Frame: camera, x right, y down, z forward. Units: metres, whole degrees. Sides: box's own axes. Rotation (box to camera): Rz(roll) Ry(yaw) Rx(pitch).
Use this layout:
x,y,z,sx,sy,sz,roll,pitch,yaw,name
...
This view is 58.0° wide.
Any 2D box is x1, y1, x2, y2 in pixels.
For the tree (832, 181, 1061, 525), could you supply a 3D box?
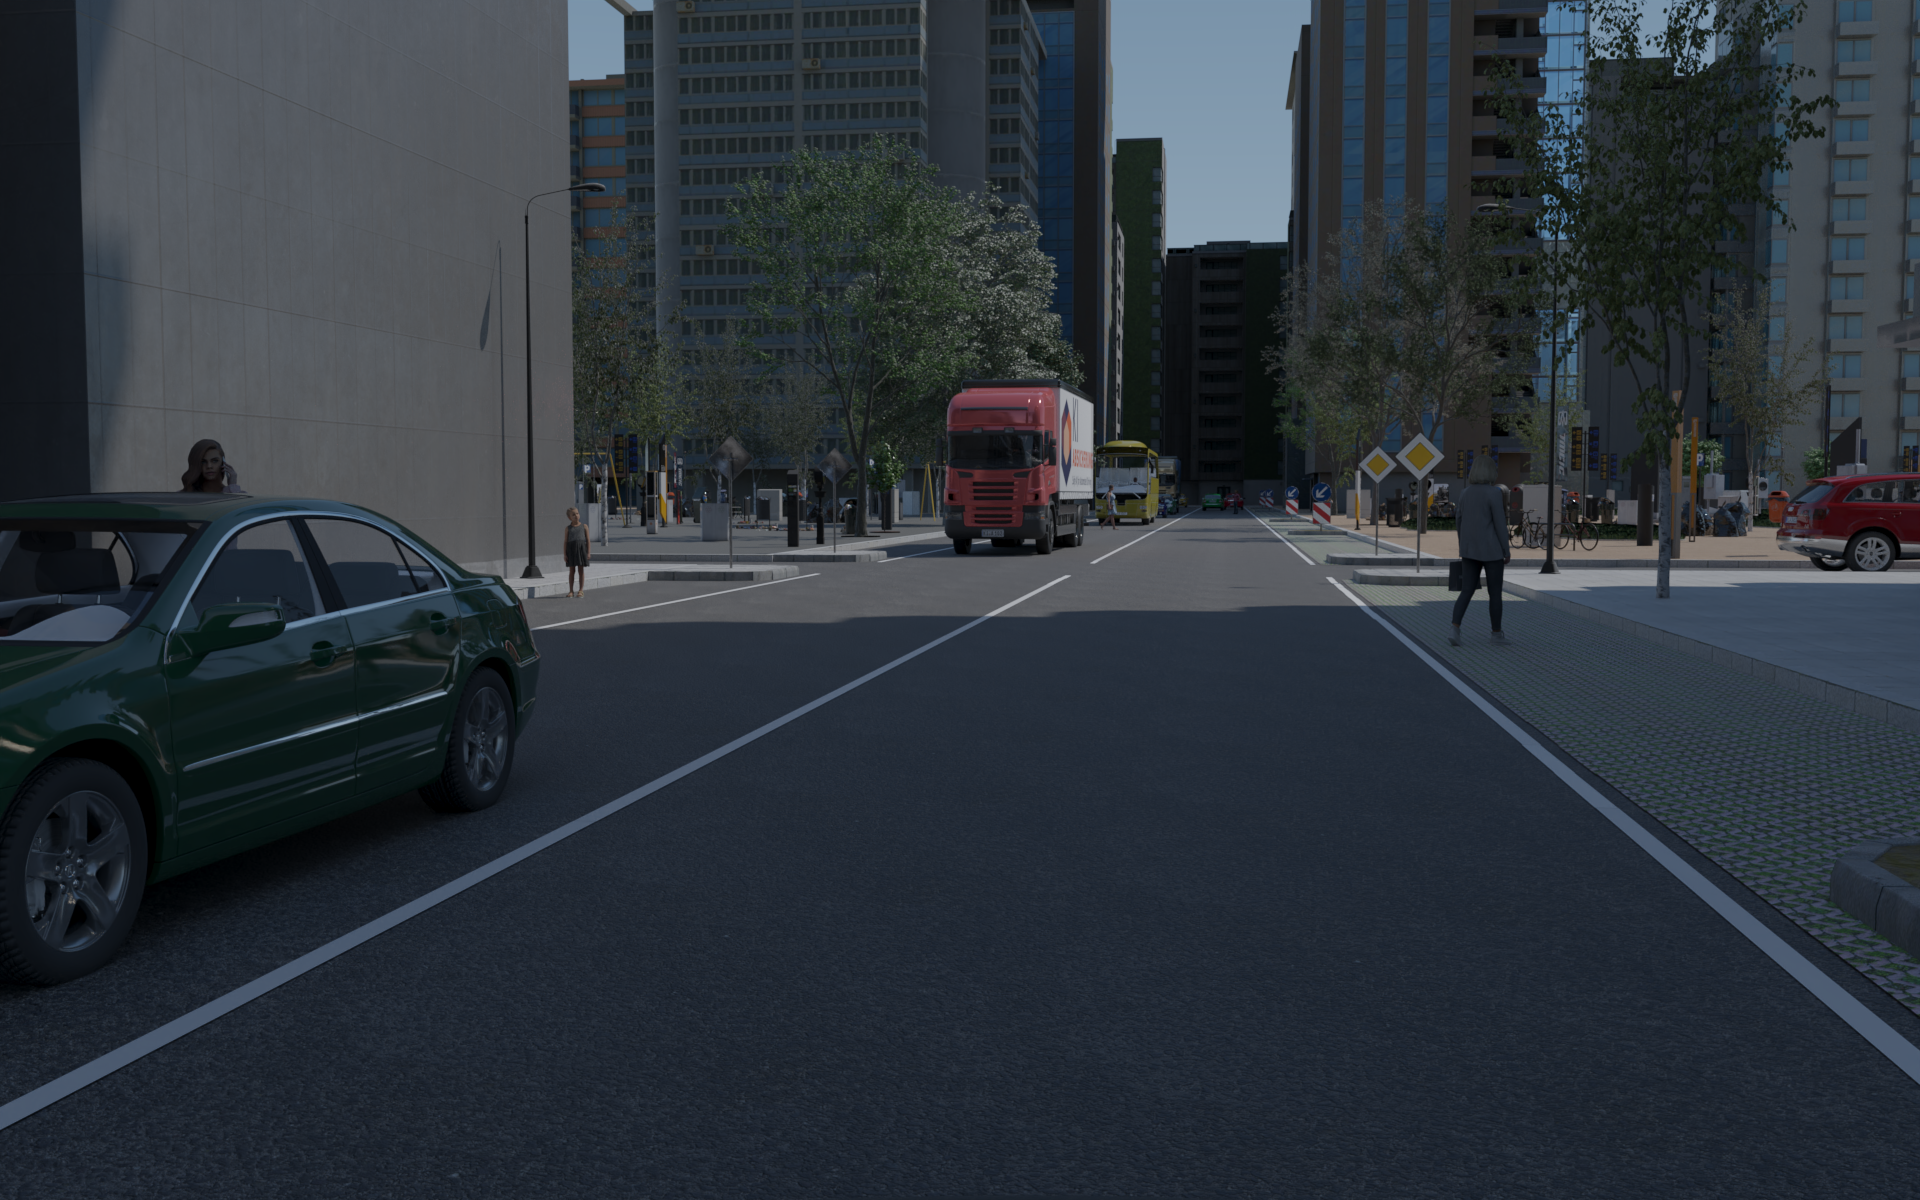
x,y,z,sx,sy,sz,roll,pitch,yaw,name
-0.509,-10.067,71.252,9.857,13.997,8.962,0,3,0,tree

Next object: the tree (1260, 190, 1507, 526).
x,y,z,sx,sy,sz,roll,pitch,yaw,name
17.021,-9.787,70.380,12.009,13.543,11.850,0,3,0,tree

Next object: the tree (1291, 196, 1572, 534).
x,y,z,sx,sy,sz,roll,pitch,yaw,name
14.816,-7.387,55.185,8.767,10.594,7.601,1,4,10,tree

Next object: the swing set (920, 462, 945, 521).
x,y,z,sx,sy,sz,roll,pitch,yaw,name
-0.086,-5.263,83.674,3.119,2.851,2.862,-1,4,-15,swing set

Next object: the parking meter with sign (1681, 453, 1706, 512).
x,y,z,sx,sy,sz,roll,pitch,yaw,name
30.741,-4.728,73.569,1.738,3.016,0.543,-1,4,-18,parking meter with sign

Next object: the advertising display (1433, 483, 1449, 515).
x,y,z,sx,sy,sz,roll,pitch,yaw,name
28.408,-5.942,102.365,0.974,1.923,0.123,0,4,-7,advertising display

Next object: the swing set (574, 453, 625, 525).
x,y,z,sx,sy,sz,roll,pitch,yaw,name
-14.847,-4.203,66.343,3.119,2.851,2.862,1,4,13,swing set

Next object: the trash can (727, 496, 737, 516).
x,y,z,sx,sy,sz,roll,pitch,yaw,name
-13.607,-5.562,102.599,0.748,1.137,0.748,0,3,0,trash can

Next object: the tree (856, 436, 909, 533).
x,y,z,sx,sy,sz,roll,pitch,yaw,name
-2.628,-3.828,57.188,1.663,3.219,1.824,0,3,0,tree

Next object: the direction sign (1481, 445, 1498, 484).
x,y,z,sx,sy,sz,roll,pitch,yaw,name
24.499,-5.392,80.158,0.379,3.537,0.876,-3,5,-39,direction sign

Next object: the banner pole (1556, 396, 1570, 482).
x,y,z,sx,sy,sz,roll,pitch,yaw,name
14.989,-3.266,43.410,0.401,3.779,0.863,-1,4,-16,banner pole

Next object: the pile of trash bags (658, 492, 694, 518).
x,y,z,sx,sy,sz,roll,pitch,yaw,name
-15.804,-5.248,95.550,1.912,1.369,3.447,-1,4,-17,pile of trash bags

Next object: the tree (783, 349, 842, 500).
x,y,z,sx,sy,sz,roll,pitch,yaw,name
-8.091,-8.371,87.226,4.360,8.622,3.978,0,3,0,tree

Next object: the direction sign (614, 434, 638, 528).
x,y,z,sx,sy,sz,roll,pitch,yaw,name
-12.612,-4.495,65.495,0.876,3.537,0.379,0,4,1,direction sign

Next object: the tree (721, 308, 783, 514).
x,y,z,sx,sy,sz,roll,pitch,yaw,name
-9.650,-7.285,69.466,4.360,8.622,3.978,0,3,0,tree

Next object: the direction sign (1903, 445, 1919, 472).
x,y,z,sx,sy,sz,roll,pitch,yaw,name
44.436,-5.444,81.011,0.379,3.537,0.876,-1,4,-14,direction sign

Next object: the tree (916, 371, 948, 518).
x,y,z,sx,sy,sz,roll,pitch,yaw,name
-1.077,-8.702,92.641,4.360,8.622,3.978,0,3,0,tree

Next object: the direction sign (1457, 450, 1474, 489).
x,y,z,sx,sy,sz,roll,pitch,yaw,name
25.822,-5.905,88.544,0.876,3.537,0.379,3,5,44,direction sign

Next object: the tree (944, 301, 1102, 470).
x,y,z,sx,sy,sz,roll,pitch,yaw,name
3.787,-11.210,100.295,9.611,12.733,9.660,0,3,0,tree

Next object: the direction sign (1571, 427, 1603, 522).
x,y,z,sx,sy,sz,roll,pitch,yaw,name
21.009,-4.053,58.266,0.876,3.537,0.379,2,4,26,direction sign

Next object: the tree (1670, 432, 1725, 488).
x,y,z,sx,sy,sz,roll,pitch,yaw,name
37.534,-6.436,88.946,4.285,4.588,4.351,0,3,0,tree

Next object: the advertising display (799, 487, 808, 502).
x,y,z,sx,sy,sz,roll,pitch,yaw,name
-10.448,-6.655,114.030,0.974,1.923,0.123,-2,4,-28,advertising display

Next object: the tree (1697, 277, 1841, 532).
x,y,z,sx,sy,sz,roll,pitch,yaw,name
27.132,-6.630,58.766,4.360,8.622,3.978,0,3,0,tree

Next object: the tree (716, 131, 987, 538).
x,y,z,sx,sy,sz,roll,pitch,yaw,name
-3.033,-7.664,51.059,9.928,11.665,9.643,0,3,0,tree

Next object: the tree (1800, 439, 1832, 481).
x,y,z,sx,sy,sz,roll,pitch,yaw,name
51.813,-7.304,103.128,4.285,4.588,4.351,0,3,0,tree

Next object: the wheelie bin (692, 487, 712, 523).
x,y,z,sx,sy,sz,roll,pitch,yaw,name
-11.365,-4.187,76.367,0.980,1.594,0.693,3,5,44,wheelie bin

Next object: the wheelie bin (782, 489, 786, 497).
x,y,z,sx,sy,sz,roll,pitch,yaw,name
-11.175,-6.044,106.726,0.980,1.594,0.693,1,4,11,wheelie bin

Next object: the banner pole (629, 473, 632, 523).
x,y,z,sx,sy,sz,roll,pitch,yaw,name
-14.415,-5.248,75.819,0.401,3.779,0.863,0,4,-4,banner pole

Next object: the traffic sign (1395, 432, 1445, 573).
x,y,z,sx,sy,sz,roll,pitch,yaw,name
7.449,-1.497,28.111,0.795,2.450,0.064,1,4,9,traffic sign

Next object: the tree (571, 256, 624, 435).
x,y,z,sx,sy,sz,roll,pitch,yaw,name
-14.483,-7.483,56.756,7.601,10.594,8.767,0,4,6,tree

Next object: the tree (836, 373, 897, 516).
x,y,z,sx,sy,sz,roll,pitch,yaw,name
-5.306,-9.137,99.754,4.737,8.622,4.395,0,3,0,tree

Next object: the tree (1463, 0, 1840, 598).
x,y,z,sx,sy,sz,roll,pitch,yaw,name
8.445,-4.330,21.163,4.737,8.622,4.395,0,3,0,tree

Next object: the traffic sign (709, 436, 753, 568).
x,y,z,sx,sy,sz,roll,pitch,yaw,name
-3.957,-1.605,29.891,0.795,2.450,0.064,1,4,9,traffic sign

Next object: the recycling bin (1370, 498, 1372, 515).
x,y,z,sx,sy,sz,roll,pitch,yaw,name
24.741,-5.666,105.186,0.722,1.027,0.722,-1,4,-10,recycling bin

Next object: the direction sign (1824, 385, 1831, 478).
x,y,z,sx,sy,sz,roll,pitch,yaw,name
18.212,-2.717,36.426,0.379,3.537,0.876,1,4,22,direction sign

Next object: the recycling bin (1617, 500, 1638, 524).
x,y,z,sx,sy,sz,roll,pitch,yaw,name
26.924,-3.506,69.872,0.722,1.027,0.722,1,4,19,recycling bin

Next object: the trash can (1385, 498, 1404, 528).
x,y,z,sx,sy,sz,roll,pitch,yaw,name
16.712,-3.362,66.614,0.748,1.137,0.748,0,3,0,trash can

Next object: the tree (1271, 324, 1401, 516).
x,y,z,sx,sy,sz,roll,pitch,yaw,name
22.374,-10.830,102.832,9.928,11.665,9.643,0,3,0,tree

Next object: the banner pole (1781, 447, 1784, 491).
x,y,z,sx,sy,sz,roll,pitch,yaw,name
44.051,-6.292,92.883,0.401,3.779,0.863,1,4,23,banner pole

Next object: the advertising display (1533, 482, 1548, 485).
x,y,z,sx,sy,sz,roll,pitch,yaw,name
30.874,-5.293,91.752,0.974,1.923,0.123,0,4,7,advertising display

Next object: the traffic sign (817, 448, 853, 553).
x,y,z,sx,sy,sz,roll,pitch,yaw,name
-2.735,-2.088,37.783,0.795,2.450,0.064,1,4,9,traffic sign

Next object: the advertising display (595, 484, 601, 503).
x,y,z,sx,sy,sz,roll,pitch,yaw,name
-22.314,-6.227,107.024,0.123,1.923,0.974,0,4,8,advertising display

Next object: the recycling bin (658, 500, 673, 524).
x,y,z,sx,sy,sz,roll,pitch,yaw,name
-13.061,-3.871,75.843,0.722,1.027,0.722,2,4,24,recycling bin

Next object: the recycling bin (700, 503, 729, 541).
x,y,z,sx,sy,sz,roll,pitch,yaw,name
-6.721,-2.131,47.402,0.722,1.027,0.722,-1,4,-13,recycling bin

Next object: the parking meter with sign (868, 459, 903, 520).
x,y,z,sx,sy,sz,roll,pitch,yaw,name
-3.646,-5.449,85.349,1.738,3.016,0.543,2,4,24,parking meter with sign

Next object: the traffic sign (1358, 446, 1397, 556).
x,y,z,sx,sy,sz,roll,pitch,yaw,name
8.671,-1.979,36.003,0.795,2.450,0.064,1,4,9,traffic sign

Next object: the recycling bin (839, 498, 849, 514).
x,y,z,sx,sy,sz,roll,pitch,yaw,name
-7.377,-6.071,111.819,0.722,1.027,0.722,1,4,10,recycling bin

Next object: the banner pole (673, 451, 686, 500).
x,y,z,sx,sy,sz,roll,pitch,yaw,name
-16.218,-6.795,101.120,0.401,3.779,0.863,3,5,39,banner pole

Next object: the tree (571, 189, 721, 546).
x,y,z,sx,sy,sz,roll,pitch,yaw,name
-8.733,-5.651,42.759,4.360,8.622,3.978,0,3,0,tree

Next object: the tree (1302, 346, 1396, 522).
x,y,z,sx,sy,sz,roll,pitch,yaw,name
18.172,-7.912,79.729,4.737,8.622,4.395,0,3,0,tree

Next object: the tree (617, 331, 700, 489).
x,y,z,sx,sy,sz,roll,pitch,yaw,name
-13.960,-7.846,78.651,4.737,8.622,4.395,0,3,0,tree

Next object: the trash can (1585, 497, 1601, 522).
x,y,z,sx,sy,sz,roll,pitch,yaw,name
29.345,-4.202,80.363,0.748,1.137,0.748,0,3,0,trash can

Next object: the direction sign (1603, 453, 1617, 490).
x,y,z,sx,sy,sz,roll,pitch,yaw,name
36.038,-6.379,96.297,0.876,3.537,0.379,0,4,4,direction sign

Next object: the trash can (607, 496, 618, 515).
x,y,z,sx,sy,sz,roll,pitch,yaw,name
-21.517,-5.835,107.049,0.748,1.137,0.748,0,3,0,trash can

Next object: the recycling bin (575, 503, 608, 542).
x,y,z,sx,sy,sz,roll,pitch,yaw,name
-9.954,-2.079,46.552,0.722,1.027,0.722,3,4,39,recycling bin
